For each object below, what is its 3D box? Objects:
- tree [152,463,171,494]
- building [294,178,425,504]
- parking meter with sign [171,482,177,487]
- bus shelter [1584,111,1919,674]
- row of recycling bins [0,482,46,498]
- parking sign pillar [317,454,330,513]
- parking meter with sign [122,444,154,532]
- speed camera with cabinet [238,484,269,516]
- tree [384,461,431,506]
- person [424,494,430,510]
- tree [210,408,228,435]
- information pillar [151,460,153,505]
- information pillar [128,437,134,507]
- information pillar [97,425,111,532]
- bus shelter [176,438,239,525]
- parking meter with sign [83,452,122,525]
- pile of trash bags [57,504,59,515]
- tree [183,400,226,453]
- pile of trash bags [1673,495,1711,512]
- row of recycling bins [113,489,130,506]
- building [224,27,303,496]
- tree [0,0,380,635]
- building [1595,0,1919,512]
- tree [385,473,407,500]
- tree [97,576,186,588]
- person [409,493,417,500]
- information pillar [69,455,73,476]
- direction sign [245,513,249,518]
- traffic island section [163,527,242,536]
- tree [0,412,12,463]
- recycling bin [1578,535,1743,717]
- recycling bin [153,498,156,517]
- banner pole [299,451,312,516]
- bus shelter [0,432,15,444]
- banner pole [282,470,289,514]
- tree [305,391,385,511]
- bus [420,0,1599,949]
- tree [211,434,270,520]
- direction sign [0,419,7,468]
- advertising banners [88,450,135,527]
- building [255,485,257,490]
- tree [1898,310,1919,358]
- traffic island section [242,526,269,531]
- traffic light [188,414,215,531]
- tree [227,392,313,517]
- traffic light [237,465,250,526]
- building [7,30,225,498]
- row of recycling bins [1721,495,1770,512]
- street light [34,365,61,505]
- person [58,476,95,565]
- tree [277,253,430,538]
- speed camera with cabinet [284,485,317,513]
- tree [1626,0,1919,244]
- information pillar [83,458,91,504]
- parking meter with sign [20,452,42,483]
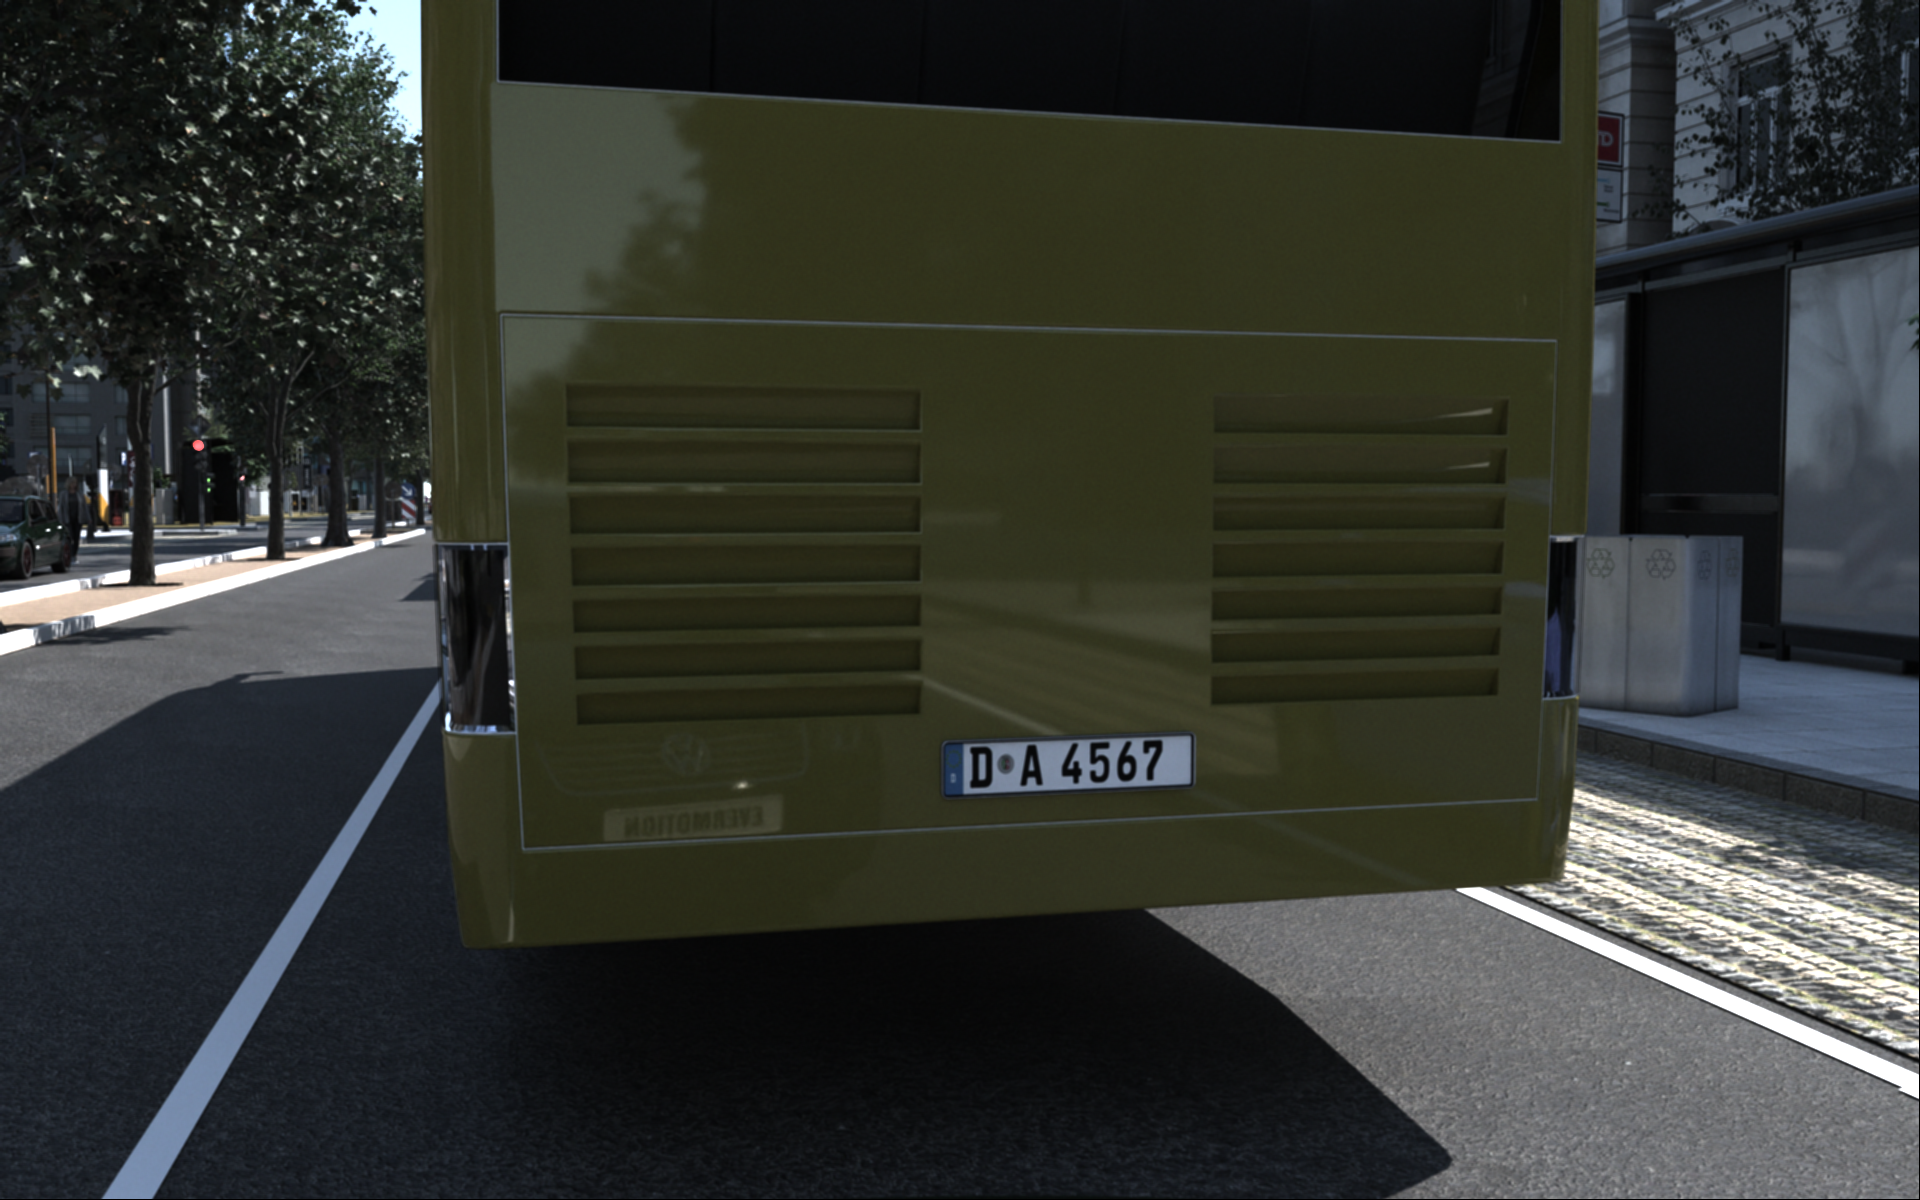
[{"bbox_3d":[-49.224,-6.834,106.330,1.663,3.219,1.824,0,3,0],"label":"tree"},{"bbox_3d":[-90.241,-38.122,242.902,30.456,49.044,23.786,-1,4,-13],"label":"building"},{"bbox_3d":[-50.623,-7.078,111.978,1.738,3.016,0.543,3,5,39],"label":"parking meter with sign"},{"bbox_3d":[6.543,-2.323,15.620,2.179,5.291,8.768,-1,4,-13],"label":"bus shelter"},{"bbox_3d":[-32.278,-3.156,58.719,1.069,1.692,3.534,0,4,7],"label":"row of recycling bins"},{"bbox_3d":[-42.373,-7.805,116.086,1.447,3.967,1.447,2,4,30],"label":"parking sign pillar"},{"bbox_3d":[-27.971,-3.844,59.117,0.543,3.016,1.738,-1,4,-13],"label":"parking meter with sign"},{"bbox_3d":[-41.073,-6.514,100.845,0.660,3.252,2.038,1,4,9],"label":"speed camera with cabinet"},{"bbox_3d":[-58.303,-17.122,186.605,9.857,13.997,8.962,0,3,0],"label":"tree"},{"bbox_3d":[-49.038,-9.018,159.165,0.991,1.433,0.599,-1,4,-10],"label":"person"},{"bbox_3d":[-57.393,-11.403,136.795,4.360,8.622,3.978,0,3,0],"label":"tree"},{"bbox_3d":[-32.408,-4.756,69.121,0.183,3.616,0.504,0,4,6],"label":"information pillar"},{"bbox_3d":[-33.820,-4.855,70.729,0.183,3.616,0.504,-3,5,-44],"label":"information pillar"},{"bbox_3d":[-28.782,-4.086,58.164,0.183,3.616,0.504,0,4,2],"label":"information pillar"},{"bbox_3d":[-32.308,-5.113,74.878,1.731,3.624,6.357,-1,4,-13],"label":"bus shelter"},{"bbox_3d":[-35.590,-4.626,71.904,1.738,3.016,0.543,0,4,-6],"label":"parking meter with sign"},{"bbox_3d":[-39.454,-3.930,74.006,3.447,1.369,1.912,-2,4,-25],"label":"pile of trash bags"},{"bbox_3d":[-53.658,-10.665,124.730,4.737,8.622,4.395,0,3,0],"label":"tree"},{"bbox_3d":[10.479,-0.997,26.047,1.912,1.369,3.447,0,4,3],"label":"pile of trash bags"},{"bbox_3d":[-63.875,-7.612,131.569,1.069,1.692,3.534,-3,5,-40],"label":"row of recycling bins"},{"bbox_3d":[-88.097,-53.200,182.485,31.000,86.520,22.319,-1,4,-13],"label":"building"},{"bbox_3d":[-9.926,-5.958,16.873,9.611,12.733,9.660,0,3,0],"label":"tree"},{"bbox_3d":[17.530,-15.901,45.892,13.634,28.700,20.117,-1,4,-13],"label":"building"},{"bbox_3d":[-55.198,-13.590,172.558,4.737,8.622,4.395,0,3,0],"label":"tree"},{"bbox_3d":[-12.539,-6.006,26.414,9.928,11.665,9.643,0,3,0],"label":"tree"},{"bbox_3d":[-40.628,-7.330,128.524,0.592,1.802,0.473,3,4,36],"label":"person"},{"bbox_3d":[-53.062,-6.857,103.469,0.183,3.616,0.504,-3,4,-37],"label":"information pillar"},{"bbox_3d":[-38.286,-6.155,92.624,0.379,3.537,0.876,1,4,20],"label":"direction sign"},{"bbox_3d":[-26.680,-2.365,60.944,2.009,0.180,2.903,-1,4,-13],"label":"traffic island section"},{"bbox_3d":[-25.497,-3.617,42.849,4.285,4.588,4.351,0,3,0],"label":"tree"},{"bbox_3d":[4.189,0.132,10.400,0.722,1.027,0.722,-3,5,-42],"label":"recycling bin"},{"bbox_3d":[-45.782,-5.281,98.904,0.722,1.027,0.722,-3,4,-38],"label":"recycling bin"},{"bbox_3d":[-38.131,-6.774,100.767,0.863,3.779,0.401,-3,5,-42],"label":"banner pole"},{"bbox_3d":[-28.334,-3.334,48.427,2.014,3.302,5.546,-1,4,-13],"label":"bus shelter"},{"bbox_3d":[-43.907,-7.483,112.356,0.863,3.779,0.401,2,4,28],"label":"banner pole"},{"bbox_3d":[-44.634,-11.794,127.248,7.601,10.594,8.767,0,4,-5],"label":"tree"},{"bbox_3d":[-1.294,-1.093,9.423,2.896,3.916,12.252,-1,4,-14],"label":"bus"},{"bbox_3d":[-35.783,-6.247,85.848,4.285,4.588,4.351,0,3,0],"label":"tree"},{"bbox_3d":[-28.772,-3.652,51.712,0.876,3.537,0.379,1,4,21],"label":"direction sign"},{"bbox_3d":[-33.557,-4.440,68.783,0.090,3.025,2.074,3,5,40],"label":"advertising banners"},{"bbox_3d":[-77.124,-44.092,159.159,20.563,71.187,20.611,-1,4,-13],"label":"building"},{"bbox_3d":[5.059,-0.817,7.957,1.663,3.219,1.824,0,3,0],"label":"tree"},{"bbox_3d":[-28.476,-2.841,68.725,2.009,0.180,2.903,-1,4,-13],"label":"traffic island section"},{"bbox_3d":[-26.638,-4.397,60.819,0.839,4.253,0.868,-1,4,-13],"label":"traffic light"},{"bbox_3d":[-37.853,-8.978,97.147,4.737,8.622,4.395,0,3,0],"label":"tree"},{"bbox_3d":[-26.416,-5.776,69.101,4.771,5.953,1.251,-1,4,-13],"label":"traffic light"},{"bbox_3d":[-69.148,-28.114,143.262,14.154,41.232,14.086,-1,4,-13],"label":"building"},{"bbox_3d":[13.900,-1.307,28.483,1.069,1.692,3.534,-1,4,-15],"label":"row of recycling bins"},{"bbox_3d":[-26.178,-4.709,49.773,0.468,5.910,1.993,-1,4,-13],"label":"street light"},{"bbox_3d":[-17.886,-1.614,35.077,0.709,1.800,0.728,-3,4,-37],"label":"person"},{"bbox_3d":[-18.939,-8.281,55.980,7.486,12.596,7.792,0,3,0],"label":"tree"},{"bbox_3d":[-45.417,-7.628,119.056,0.660,3.252,2.038,3,4,36],"label":"speed camera with cabinet"},{"bbox_3d":[10.075,-4.238,19.649,4.360,8.622,3.978,0,3,0],"label":"tree"},{"bbox_3d":[-56.145,-7.348,111.491,0.504,3.616,0.183,0,4,0],"label":"information pillar"},{"bbox_3d":[-38.297,-4.572,71.005,0.543,3.016,1.738,0,4,-2],"label":"parking meter with sign"}]
